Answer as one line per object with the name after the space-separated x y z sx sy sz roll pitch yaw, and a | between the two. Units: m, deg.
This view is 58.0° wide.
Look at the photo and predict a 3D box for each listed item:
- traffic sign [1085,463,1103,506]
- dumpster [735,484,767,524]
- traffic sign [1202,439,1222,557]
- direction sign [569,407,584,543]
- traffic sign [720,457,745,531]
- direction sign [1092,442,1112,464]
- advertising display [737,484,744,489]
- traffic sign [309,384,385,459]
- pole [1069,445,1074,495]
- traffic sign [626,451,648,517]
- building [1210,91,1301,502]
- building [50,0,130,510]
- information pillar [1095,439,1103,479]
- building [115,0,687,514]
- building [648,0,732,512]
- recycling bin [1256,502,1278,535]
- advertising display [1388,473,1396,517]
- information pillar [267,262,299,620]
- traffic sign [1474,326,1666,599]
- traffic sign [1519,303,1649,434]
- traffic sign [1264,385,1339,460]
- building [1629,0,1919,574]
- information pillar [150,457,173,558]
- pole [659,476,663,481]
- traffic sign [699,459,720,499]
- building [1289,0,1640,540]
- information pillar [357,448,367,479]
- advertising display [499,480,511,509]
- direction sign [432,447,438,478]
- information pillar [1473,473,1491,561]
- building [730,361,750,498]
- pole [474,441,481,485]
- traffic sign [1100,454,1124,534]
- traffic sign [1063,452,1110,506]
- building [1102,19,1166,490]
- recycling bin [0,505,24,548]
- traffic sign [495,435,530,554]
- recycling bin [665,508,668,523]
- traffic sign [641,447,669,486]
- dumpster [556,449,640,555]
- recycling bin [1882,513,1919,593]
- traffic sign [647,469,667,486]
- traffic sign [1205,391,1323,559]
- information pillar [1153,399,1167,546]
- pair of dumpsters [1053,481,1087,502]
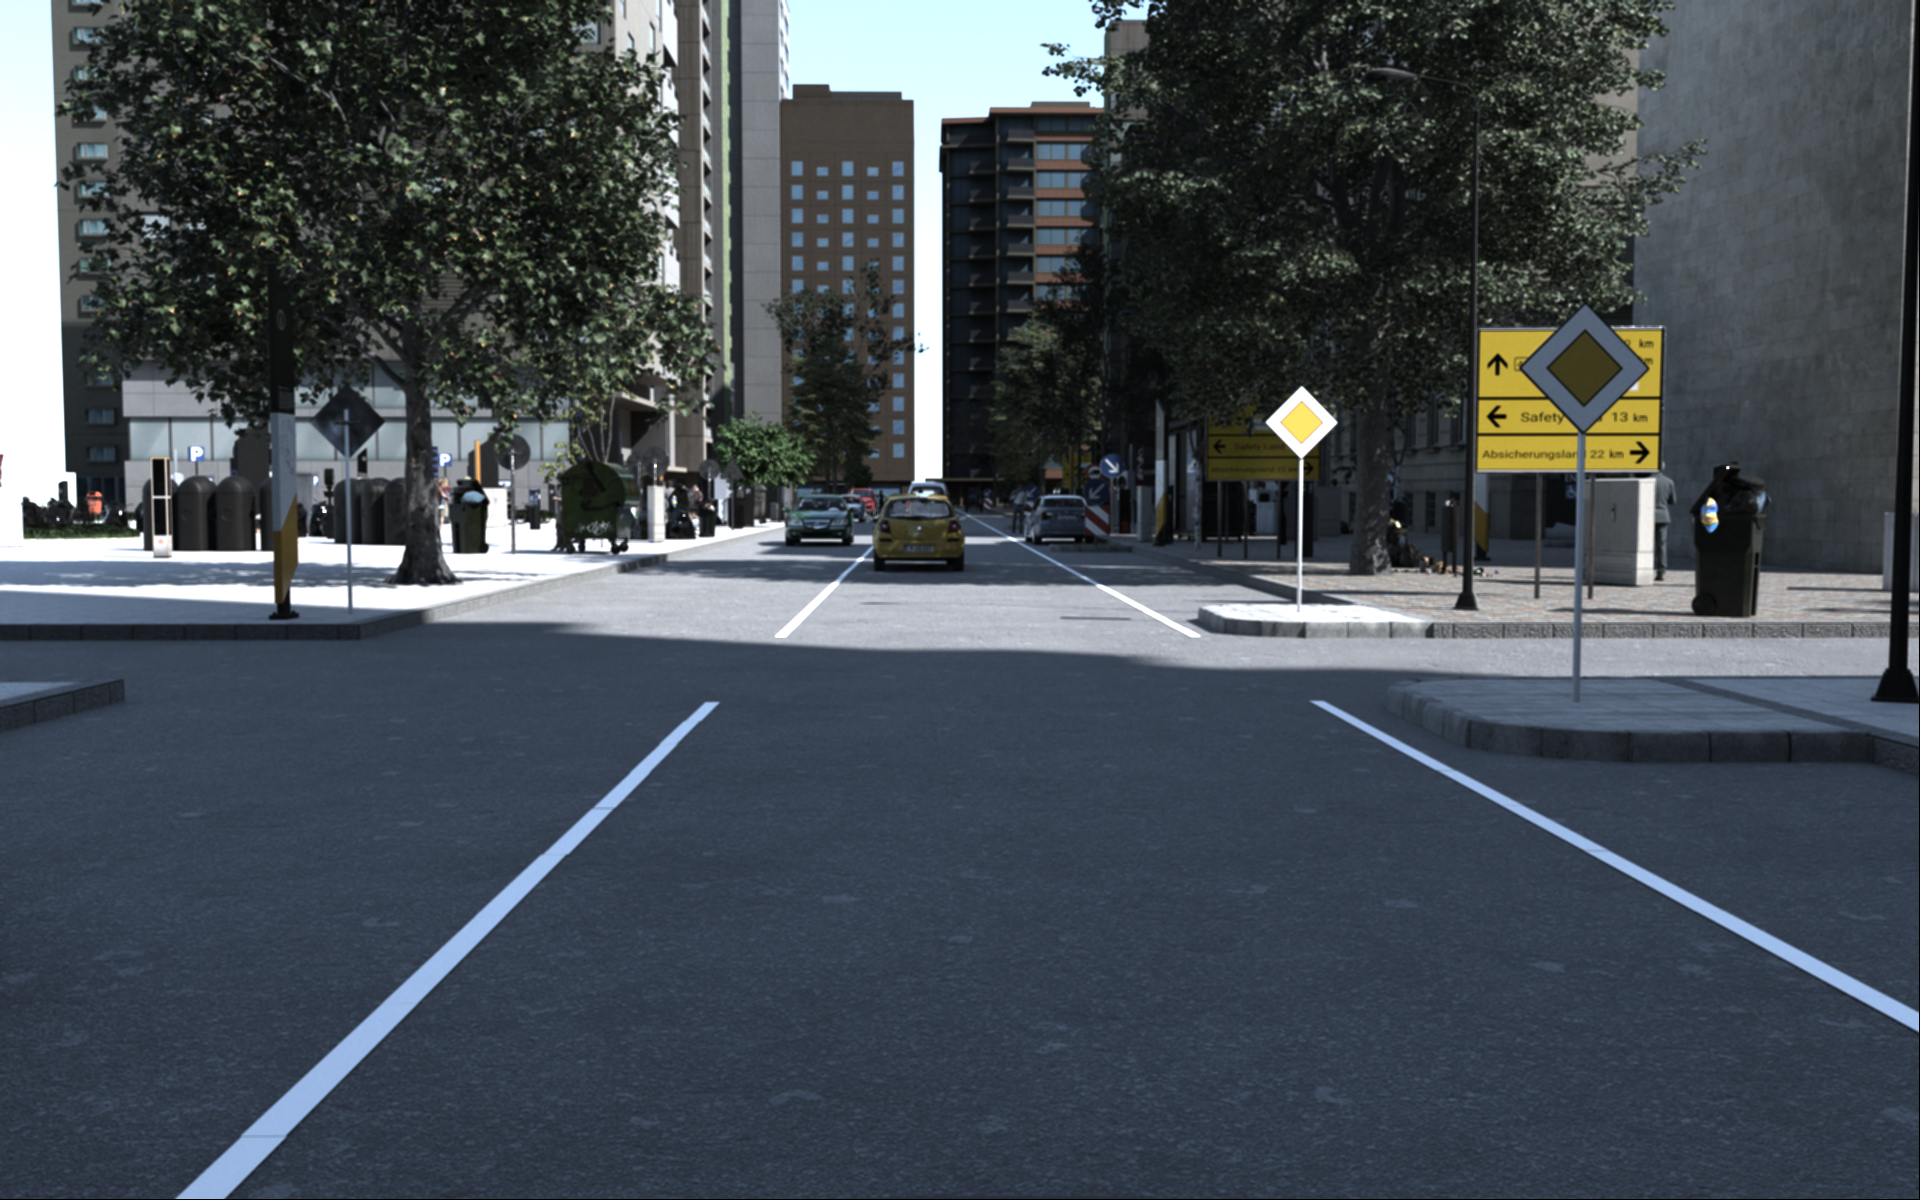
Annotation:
5.571 -4.381 71.727 0.768 2.556 0.104 0 4 6 | traffic sign
-8.985 -4.197 74.372 1.264 1.857 1.865 0 4 -1 | dumpster
5.301 -2.151 35.278 0.768 2.556 0.104 0 4 2 | traffic sign
-9.992 -3.252 45.173 0.379 3.537 0.876 -2 4 -35 | direction sign
-7.877 -3.669 59.986 0.884 2.594 0.081 0 4 2 | traffic sign
6.197 -5.128 75.840 0.876 3.537 0.379 -1 4 -9 | direction sign
-10.742 -4.890 85.167 0.123 1.923 0.974 1 4 18 | advertising display
-6.517 -0.993 18.424 0.795 2.593 0.064 0 4 -1 | traffic sign
4.642 -4.786 72.094 0.158 3.312 0.155 0 3 0 | pole
-9.557 -3.148 51.579 0.768 2.556 0.104 0 4 0 | traffic sign
18.581 -14.126 85.712 10.420 20.320 16.860 0 4 -1 | building
-61.635 -32.096 148.465 21.600 48.544 21.300 0 4 -1 | building
5.977 -5.065 74.175 0.504 3.616 0.183 -2 4 -27 | information pillar
-32.259 -31.621 106.240 28.713 52.752 27.495 0 4 -1 | building
-24.673 -27.149 127.488 14.154 41.232 14.086 0 4 -1 | building
9.821 -2.568 54.540 0.722 1.027 0.722 -3 5 -43 | recycling bin
12.858 -2.915 52.871 0.974 1.923 0.123 2 4 26 | advertising display
-6.968 -1.619 17.823 0.183 3.616 0.504 0 4 -1 | information pillar
7.398 -1.666 21.115 2.265 3.308 0.079 0 4 3 | traffic sign
3.826 -0.515 10.610 0.795 2.593 0.064 0 4 -1 | traffic sign
3.676 -1.003 18.594 0.795 2.593 0.064 0 4 -1 | traffic sign
23.050 -10.846 32.089 16.860 20.320 10.420 0 4 -1 | building
-15.963 -1.843 34.627 0.304 2.012 0.304 -1 4 -11 | information pillar
-15.996 -6.046 92.697 0.158 3.312 0.155 0 3 0 | pole
-9.122 -3.851 63.067 0.768 2.556 0.104 0 4 4 | traffic sign
22.436 -14.006 62.284 16.112 22.955 30.059 0 4 -1 | building
-30.203 -5.887 87.599 0.504 3.616 0.183 -3 5 -41 | information pillar
-21.049 -4.552 79.634 0.974 1.923 0.123 0 4 1 | advertising display
-25.228 -5.533 82.459 0.379 3.537 0.876 3 5 40 | direction sign
10.018 -2.572 33.399 0.183 3.616 0.504 -2 4 -31 | information pillar
-34.402 -51.073 147.707 31.000 86.520 22.319 0 4 -1 | building
-18.406 -4.420 66.103 0.158 3.312 0.155 0 3 0 | pole
4.824 -3.357 54.994 0.768 2.556 0.104 0 4 3 | traffic sign
6.069 -5.465 83.223 2.265 3.308 0.079 1 4 9 | traffic sign
19.477 -28.739 153.472 14.154 41.232 14.086 0 4 -1 | building
-22.864 -1.757 41.285 0.722 1.027 0.722 3 4 36 | recycling bin
-9.500 -2.243 36.776 0.768 2.556 0.104 0 4 2 | traffic sign
-11.296 -3.387 67.929 0.722 1.027 0.722 0 4 3 | recycling bin
-8.220 -2.849 46.681 0.768 2.556 0.104 0 4 8 | traffic sign
-7.820 -2.135 37.409 1.502 2.255 1.985 0 4 -1 | dumpster
12.559 -0.626 22.789 0.722 1.027 0.722 2 4 28 | recycling bin
-9.550 -3.316 54.326 0.768 2.556 0.104 0 4 0 | traffic sign
5.991 -2.468 34.229 2.265 3.308 0.079 0 4 7 | traffic sign
4.931 -3.129 42.516 0.183 3.616 0.504 -1 4 -19 | information pillar
5.659 -5.233 88.061 1.574 2.255 4.437 0 4 -1 | pair of dumpsters
